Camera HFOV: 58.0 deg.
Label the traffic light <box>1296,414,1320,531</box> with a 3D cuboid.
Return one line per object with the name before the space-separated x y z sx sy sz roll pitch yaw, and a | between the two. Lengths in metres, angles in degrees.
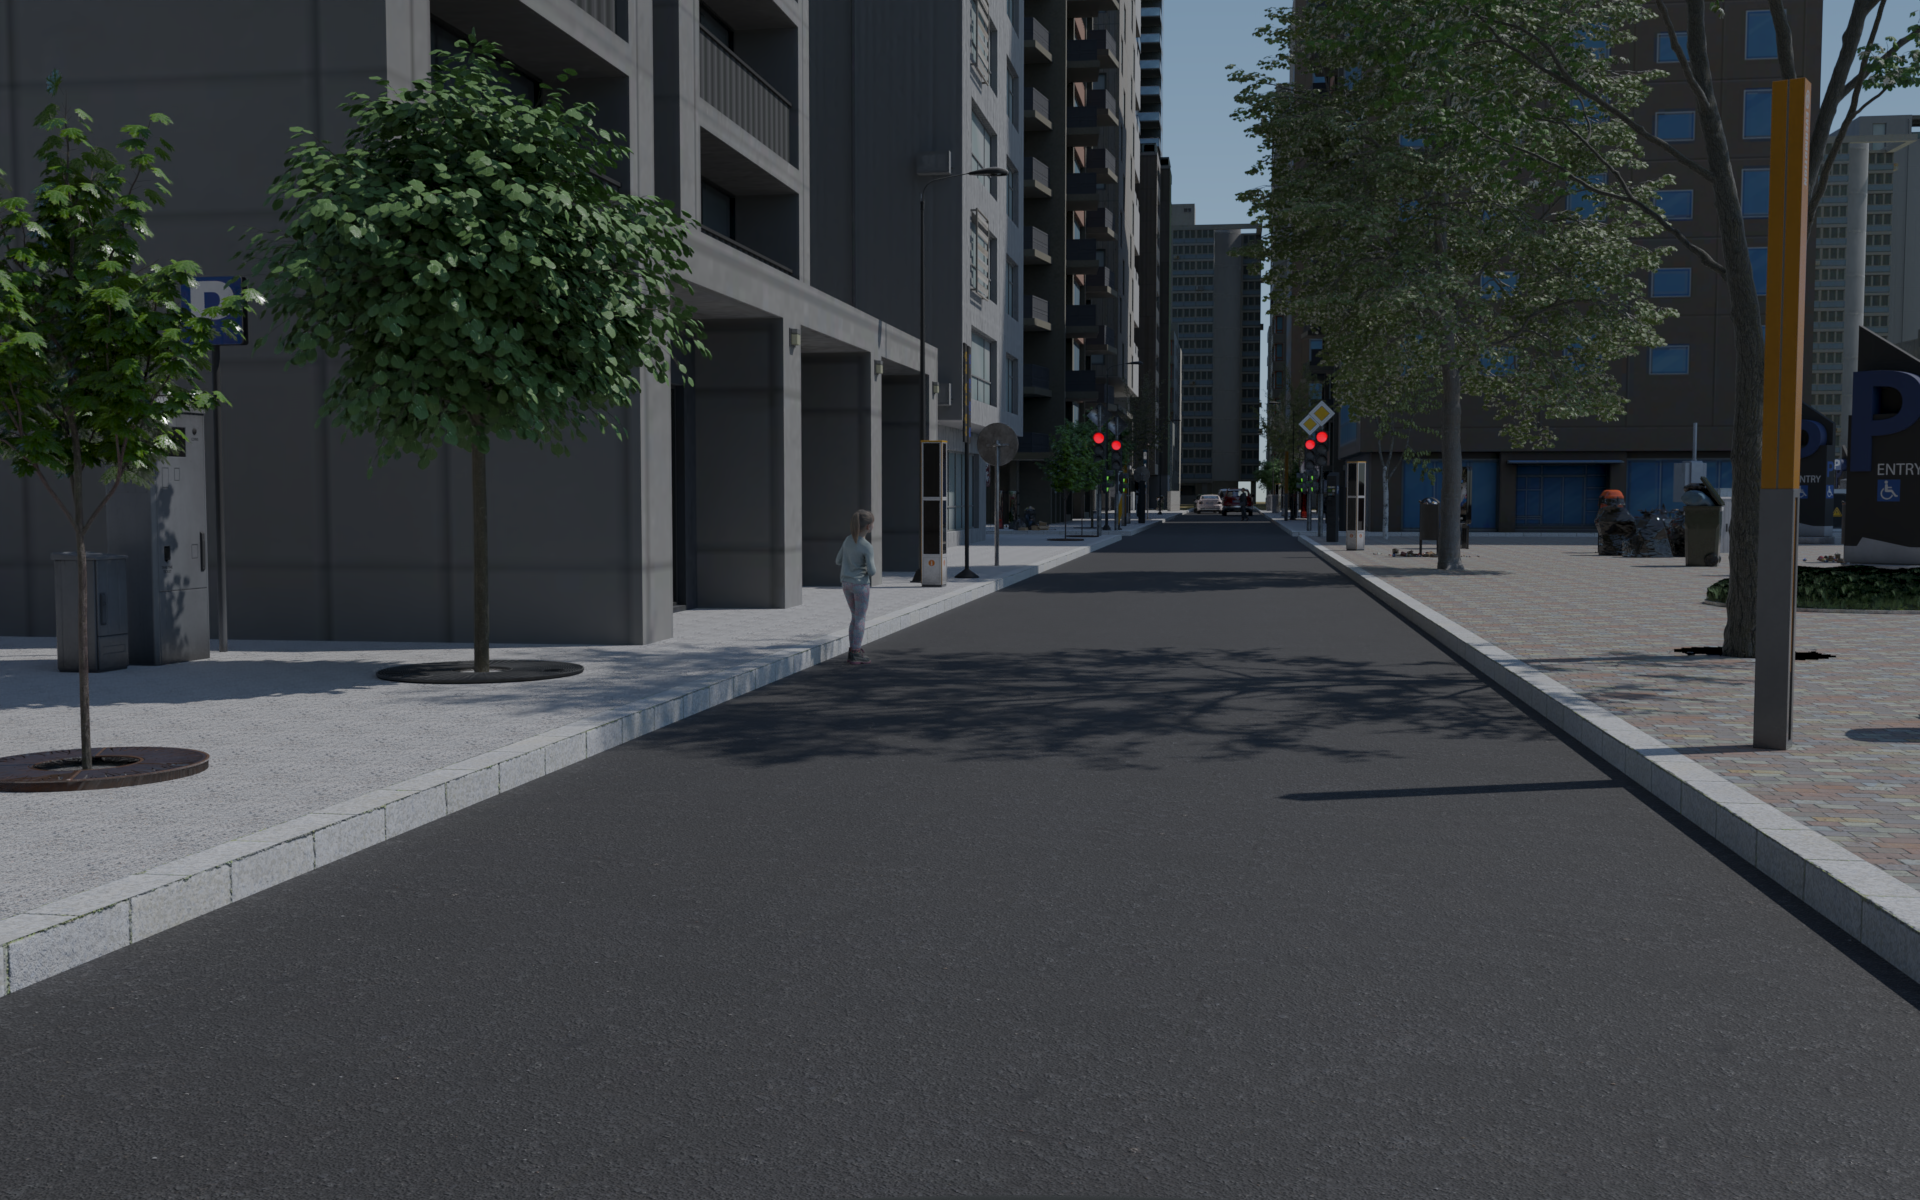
traffic light | 12.060 -4.339 59.869 0.839 4.253 0.868 1 4 9

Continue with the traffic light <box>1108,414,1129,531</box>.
traffic light | 5.526 -4.401 60.880 0.839 4.253 0.868 1 4 9

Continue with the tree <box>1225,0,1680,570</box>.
tree | 7.990 -6.808 29.435 7.486 12.596 7.792 0 3 0

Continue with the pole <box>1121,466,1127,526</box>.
pole | 6.552 -4.604 69.118 0.158 3.312 0.155 0 3 0

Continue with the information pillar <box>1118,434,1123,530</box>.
information pillar | 5.700 -4.317 61.931 0.183 3.616 0.504 1 4 21

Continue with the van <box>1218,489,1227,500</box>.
van | 22.015 -8.323 143.096 2.013 2.044 4.112 0 4 8

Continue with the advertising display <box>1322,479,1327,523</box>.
advertising display | 16.145 -4.316 75.781 0.974 1.923 0.123 -3 5 -40

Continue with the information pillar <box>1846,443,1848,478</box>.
information pillar | 31.305 -4.240 60.675 0.183 3.616 0.504 -2 4 -26

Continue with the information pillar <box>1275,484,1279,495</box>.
information pillar | 22.585 -7.251 123.038 0.304 2.012 0.304 3 4 38

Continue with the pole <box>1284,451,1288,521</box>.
pole | 15.523 -5.416 82.391 0.158 3.312 0.155 0 3 0

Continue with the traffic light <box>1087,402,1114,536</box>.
traffic light | 4.282 -3.919 52.992 0.839 4.253 0.868 1 4 9

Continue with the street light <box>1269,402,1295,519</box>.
street light | 16.226 -7.012 87.193 1.470 5.913 1.316 1 4 9

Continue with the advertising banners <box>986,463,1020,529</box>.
advertising banners | 1.457 -4.117 63.507 0.090 3.025 2.074 -3 5 -40

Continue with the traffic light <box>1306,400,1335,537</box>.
traffic light | 10.815 -3.857 51.981 0.839 4.253 0.868 1 4 9

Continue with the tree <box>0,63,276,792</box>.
tree | -4.076 -0.818 7.974 1.663 3.219 1.824 0 3 0

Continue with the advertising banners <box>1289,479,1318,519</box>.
advertising banners | 17.983 -5.767 90.482 0.090 3.025 2.074 -3 4 -36

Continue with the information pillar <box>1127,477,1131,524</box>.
information pillar | 7.195 -4.304 74.868 0.304 2.012 0.304 1 4 23

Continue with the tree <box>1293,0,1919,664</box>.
tree | 6.358 -5.366 13.492 9.928 11.665 9.643 0 3 0

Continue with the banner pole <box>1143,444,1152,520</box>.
banner pole | 9.248 -5.873 86.047 0.401 3.779 0.863 2 4 27

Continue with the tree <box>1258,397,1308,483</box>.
tree | 24.377 -10.945 129.305 4.360 8.622 3.978 0 3 0

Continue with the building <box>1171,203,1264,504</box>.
building | 28.911 -33.203 234.747 23.993 40.220 32.217 1 4 9

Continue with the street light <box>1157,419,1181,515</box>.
street light | 12.967 -8.251 107.437 1.470 5.913 1.316 1 4 9

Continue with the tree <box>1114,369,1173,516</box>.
tree | 10.613 -9.352 103.271 4.360 8.622 3.978 0 3 0

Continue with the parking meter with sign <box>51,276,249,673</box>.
parking meter with sign | -6.144 -1.034 13.173 0.543 3.016 1.738 1 4 11

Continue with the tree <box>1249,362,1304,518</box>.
tree | 18.209 -8.816 94.496 4.737 8.622 4.395 0 3 0

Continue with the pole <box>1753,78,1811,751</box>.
pole | 4.113 -0.907 8.665 0.158 3.312 0.155 0 3 0

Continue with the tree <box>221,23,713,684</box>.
tree | -3.505 -1.745 12.246 4.285 4.588 4.351 0 3 0

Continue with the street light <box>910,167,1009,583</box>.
street light | -0.006 -3.199 24.840 1.470 5.913 1.316 1 4 9

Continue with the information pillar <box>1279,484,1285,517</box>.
information pillar | 18.587 -5.787 99.109 0.304 2.012 0.304 -1 4 -11

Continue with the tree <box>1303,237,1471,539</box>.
tree | 12.050 -6.006 48.555 4.737 8.622 4.395 0 3 0

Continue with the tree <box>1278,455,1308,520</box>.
tree | 16.496 -5.528 84.984 1.663 3.219 1.824 0 3 0

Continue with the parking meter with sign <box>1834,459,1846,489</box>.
parking meter with sign | 43.707 -5.443 85.252 0.543 3.016 1.738 -1 4 -16

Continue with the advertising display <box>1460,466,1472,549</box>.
advertising display | 11.813 -2.173 40.746 0.123 1.923 0.974 0 4 -3

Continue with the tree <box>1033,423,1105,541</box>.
tree | 2.926 -3.234 47.471 1.663 3.219 1.824 0 3 0

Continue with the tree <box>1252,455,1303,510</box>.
tree | 25.596 -9.662 141.692 4.285 4.588 4.351 0 3 0

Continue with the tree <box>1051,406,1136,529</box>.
tree | 5.014 -4.959 64.793 4.285 4.588 4.351 0 3 0

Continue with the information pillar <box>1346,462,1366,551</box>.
information pillar | 8.975 -2.127 39.267 0.304 2.012 0.304 -3 5 -39

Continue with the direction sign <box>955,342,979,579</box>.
direction sign | 0.105 -2.103 26.374 0.379 3.537 0.876 0 4 6

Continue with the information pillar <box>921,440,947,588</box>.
information pillar | -0.358 -1.185 23.870 0.304 2.012 0.304 1 4 13

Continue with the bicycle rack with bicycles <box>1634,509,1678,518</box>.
bicycle rack with bicycles | 16.566 -1.672 40.713 2.852 0.926 2.925 -1 4 -15

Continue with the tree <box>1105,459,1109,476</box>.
tree | 3.694 -3.481 51.513 1.663 3.219 1.824 0 3 0

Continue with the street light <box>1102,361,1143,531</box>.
street light | 5.695 -5.395 60.744 1.470 5.913 1.316 1 4 9
